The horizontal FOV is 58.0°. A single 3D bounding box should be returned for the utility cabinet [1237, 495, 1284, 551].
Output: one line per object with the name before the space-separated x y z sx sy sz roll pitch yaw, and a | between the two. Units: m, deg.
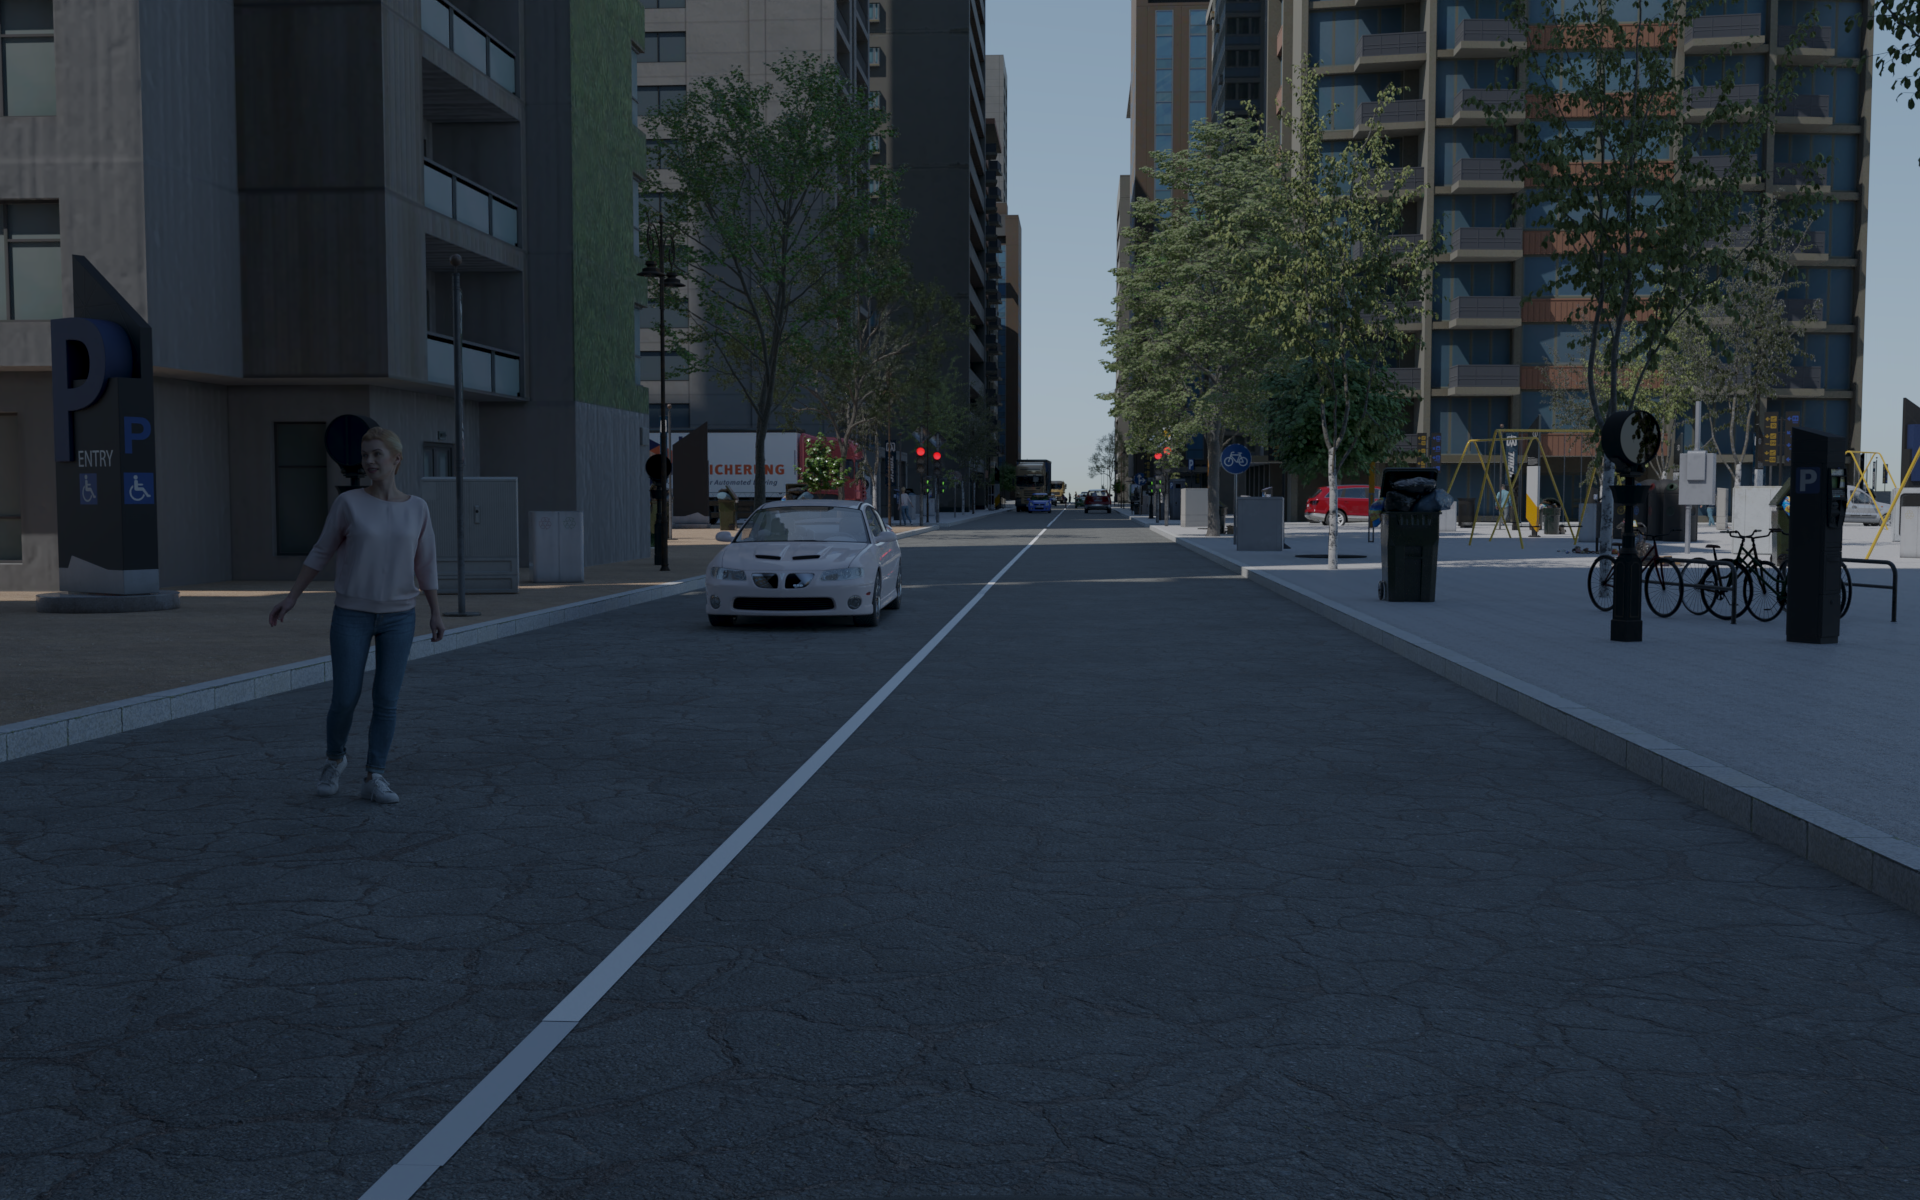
utility cabinet | 6.787 -1.712 39.145 1.020 1.237 0.306 1 4 17

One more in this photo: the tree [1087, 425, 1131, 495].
tree | 20.616 -18.397 235.196 7.601 10.594 8.767 1 4 17

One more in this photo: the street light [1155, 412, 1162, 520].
street light | 9.713 -6.804 84.038 0.468 5.910 1.993 0 4 4

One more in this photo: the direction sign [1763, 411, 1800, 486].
direction sign | 22.584 -3.406 47.685 0.876 3.537 0.379 2 4 28

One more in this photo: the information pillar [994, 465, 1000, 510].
information pillar | 3.010 -9.130 140.622 0.504 3.616 0.183 3 5 45

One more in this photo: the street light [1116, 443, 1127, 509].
street light | 14.893 -11.436 159.758 0.468 5.910 1.993 0 4 4

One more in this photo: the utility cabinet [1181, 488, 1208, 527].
utility cabinet | 9.061 -3.550 66.719 1.173 1.500 0.318 -2 4 -30

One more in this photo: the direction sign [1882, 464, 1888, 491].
direction sign | 69.317 -8.429 129.811 0.876 3.537 0.379 -3 5 -40

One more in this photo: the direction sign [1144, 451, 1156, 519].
direction sign | 10.034 -6.030 90.579 0.876 3.537 0.379 -1 4 -10

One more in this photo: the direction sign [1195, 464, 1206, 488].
direction sign | 18.325 -8.553 131.830 0.876 3.537 0.379 2 4 29

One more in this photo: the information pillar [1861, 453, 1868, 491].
information pillar | 49.542 -6.361 95.364 0.504 3.616 0.183 0 4 -7

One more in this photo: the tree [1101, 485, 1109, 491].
tree | 25.412 -19.168 308.002 1.663 3.219 1.824 0 3 0

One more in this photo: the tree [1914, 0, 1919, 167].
tree | 8.331 -3.755 11.755 4.737 8.622 4.395 0 3 0

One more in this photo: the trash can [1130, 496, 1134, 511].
trash can | 13.297 -7.362 132.018 0.748 1.137 0.748 0 3 0

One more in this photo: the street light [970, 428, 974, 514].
street light | 0.843 -8.471 111.290 0.468 5.910 1.993 0 4 4

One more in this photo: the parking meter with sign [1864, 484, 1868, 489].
parking meter with sign | 68.498 -8.270 131.471 0.543 3.016 1.738 -3 4 -37

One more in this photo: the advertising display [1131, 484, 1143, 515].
advertising display | 10.961 -6.249 107.384 0.123 1.923 0.974 -3 4 -37

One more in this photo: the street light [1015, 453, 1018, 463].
street light | 6.202 -13.170 188.117 0.468 5.910 1.993 0 4 4

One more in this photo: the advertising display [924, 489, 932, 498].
advertising display | -2.113 -6.683 114.487 0.123 1.923 0.974 2 4 28

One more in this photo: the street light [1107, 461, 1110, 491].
street light | 19.566 -15.557 227.144 0.468 5.910 1.993 0 4 4

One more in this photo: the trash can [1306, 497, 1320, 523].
trash can | 15.616 -3.948 76.195 0.748 1.137 0.748 0 3 0

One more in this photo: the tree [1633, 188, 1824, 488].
tree | 19.034 -5.631 42.424 4.360 8.622 3.978 0 3 0

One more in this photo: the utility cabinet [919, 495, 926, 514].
utility cabinet | -2.733 -6.186 112.298 1.020 1.237 0.306 0 4 -3

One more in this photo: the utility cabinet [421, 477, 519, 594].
utility cabinet | -6.260 -0.824 22.150 1.173 1.500 0.318 -1 4 -11

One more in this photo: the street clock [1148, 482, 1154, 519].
street clock | 9.925 -5.218 89.890 0.358 2.002 0.471 2 4 26

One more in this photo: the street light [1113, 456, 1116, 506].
street light | 17.244 -13.476 193.114 0.468 5.910 1.993 0 4 4

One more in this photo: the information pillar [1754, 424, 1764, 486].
information pillar | 26.946 -4.103 58.440 0.504 3.616 0.183 -3 5 -44

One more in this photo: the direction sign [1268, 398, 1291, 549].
direction sign | 7.574 -2.968 40.529 0.379 3.537 0.876 -3 5 -43

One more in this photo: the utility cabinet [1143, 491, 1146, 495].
utility cabinet | 12.651 -6.853 120.722 0.318 1.500 1.173 -3 5 -39

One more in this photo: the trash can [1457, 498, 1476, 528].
trash can | 19.207 -3.304 65.679 0.748 1.137 0.748 0 3 0

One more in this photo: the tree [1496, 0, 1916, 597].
tree | 8.267 -4.338 21.292 4.737 8.622 4.395 0 3 0

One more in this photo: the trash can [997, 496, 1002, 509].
trash can | 3.338 -8.482 150.330 0.748 1.137 0.748 0 3 0

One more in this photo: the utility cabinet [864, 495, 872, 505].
utility cabinet | -4.937 -4.663 87.395 1.020 1.237 0.306 -3 4 -37

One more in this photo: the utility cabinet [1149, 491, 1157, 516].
utility cabinet | 11.367 -5.685 101.635 0.318 1.500 1.173 0 4 -8

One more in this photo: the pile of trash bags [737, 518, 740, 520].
pile of trash bags | -12.482 -4.619 85.275 3.447 1.369 1.912 1 4 9

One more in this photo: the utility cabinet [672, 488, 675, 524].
utility cabinet | -10.925 -3.633 68.075 0.318 1.500 1.173 1 4 18

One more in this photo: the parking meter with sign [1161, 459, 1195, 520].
parking meter with sign | 10.756 -5.479 85.847 1.738 3.016 0.543 -1 4 -22

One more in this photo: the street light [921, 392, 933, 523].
street light | -1.458 -6.421 77.774 0.468 5.910 1.993 0 4 4

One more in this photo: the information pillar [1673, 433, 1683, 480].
information pillar | 27.673 -4.614 66.786 0.183 3.616 0.504 -1 4 -8

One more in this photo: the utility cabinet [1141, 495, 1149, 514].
utility cabinet | 11.547 -5.982 108.973 1.020 1.237 0.306 -2 4 -28

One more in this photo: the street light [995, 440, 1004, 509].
street light | 3.196 -10.511 144.647 0.468 5.910 1.993 0 4 4

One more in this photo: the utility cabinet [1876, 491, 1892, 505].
utility cabinet | 65.958 -7.047 123.895 1.173 1.500 0.318 3 5 42

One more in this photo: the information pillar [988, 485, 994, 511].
information pillar | 2.367 -8.093 136.810 0.304 2.012 0.304 0 4 2

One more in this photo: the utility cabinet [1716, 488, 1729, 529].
utility cabinet | 27.435 -3.279 62.293 0.318 1.500 1.173 2 4 28

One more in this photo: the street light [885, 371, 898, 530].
street light | -2.532 -5.470 62.230 0.468 5.910 1.993 0 4 4

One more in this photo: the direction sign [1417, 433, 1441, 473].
direction sign | 17.328 -4.408 64.060 0.876 3.537 0.379 0 4 3

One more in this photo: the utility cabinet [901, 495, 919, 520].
utility cabinet | -2.619 -4.613 86.584 0.306 1.237 1.020 -3 4 -37

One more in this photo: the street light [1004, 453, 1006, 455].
street light | 3.820 -11.093 154.150 0.468 5.910 1.993 0 4 4

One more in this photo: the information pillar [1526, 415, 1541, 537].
information pillar | 17.041 -3.675 51.436 0.183 3.616 0.504 -1 4 -22

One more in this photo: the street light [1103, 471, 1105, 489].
street light | 20.724 -16.556 243.475 0.468 5.910 1.993 0 4 4

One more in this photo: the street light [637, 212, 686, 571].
street light | -4.933 -3.424 28.764 0.468 5.910 1.993 0 4 4

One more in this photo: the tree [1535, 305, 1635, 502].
tree | 23.965 -7.021 65.156 4.360 8.622 3.978 0 3 0
